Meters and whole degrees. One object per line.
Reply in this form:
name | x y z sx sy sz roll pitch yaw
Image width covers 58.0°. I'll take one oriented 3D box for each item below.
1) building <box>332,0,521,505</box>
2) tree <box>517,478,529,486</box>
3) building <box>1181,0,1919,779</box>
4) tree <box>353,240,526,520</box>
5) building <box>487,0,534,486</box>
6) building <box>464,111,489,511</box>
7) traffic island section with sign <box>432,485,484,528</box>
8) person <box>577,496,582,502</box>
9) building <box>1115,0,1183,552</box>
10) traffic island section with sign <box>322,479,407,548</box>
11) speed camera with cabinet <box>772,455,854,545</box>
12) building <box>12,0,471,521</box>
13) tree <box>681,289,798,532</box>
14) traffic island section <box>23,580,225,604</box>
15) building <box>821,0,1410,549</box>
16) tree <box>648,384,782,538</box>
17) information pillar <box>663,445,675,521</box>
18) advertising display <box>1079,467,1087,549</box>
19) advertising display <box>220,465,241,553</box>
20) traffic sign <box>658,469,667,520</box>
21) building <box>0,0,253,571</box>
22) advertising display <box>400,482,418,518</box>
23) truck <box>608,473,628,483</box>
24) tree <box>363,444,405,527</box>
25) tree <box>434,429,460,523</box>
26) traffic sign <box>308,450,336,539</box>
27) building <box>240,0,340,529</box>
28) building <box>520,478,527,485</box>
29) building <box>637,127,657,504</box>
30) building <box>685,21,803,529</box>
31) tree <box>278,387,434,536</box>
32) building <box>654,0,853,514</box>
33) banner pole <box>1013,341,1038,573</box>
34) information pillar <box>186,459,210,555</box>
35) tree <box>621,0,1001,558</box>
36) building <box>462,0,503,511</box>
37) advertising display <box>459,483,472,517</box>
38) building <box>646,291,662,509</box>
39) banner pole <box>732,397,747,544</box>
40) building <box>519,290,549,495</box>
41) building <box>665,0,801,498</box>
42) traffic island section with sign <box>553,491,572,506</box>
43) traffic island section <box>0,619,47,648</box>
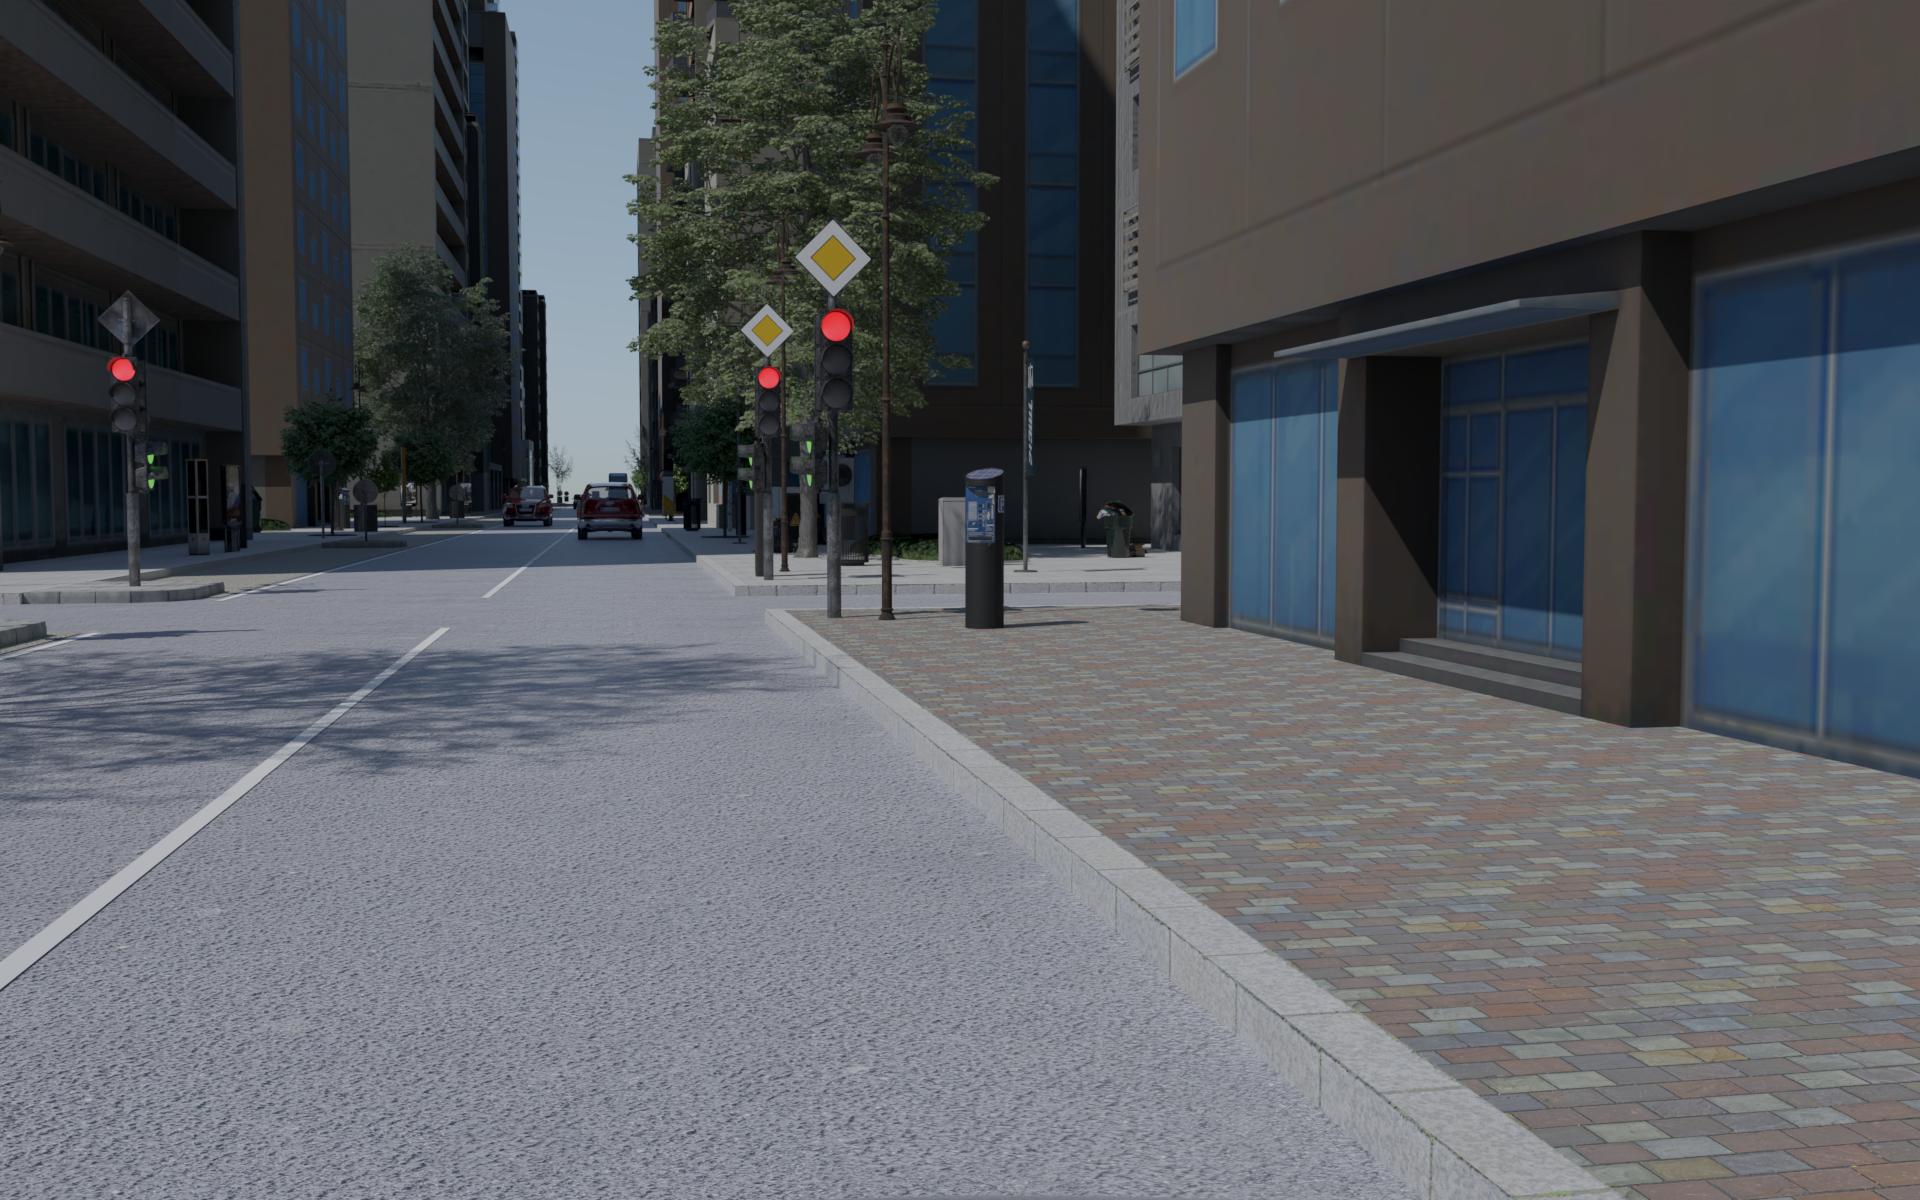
building | -47.866 -31.075 158.181 14.600 45.320 14.200 -1 4 -11
tree | -44.104 -10.923 173.199 1.663 3.219 1.824 0 3 0
building | 9.956 -22.065 10.866 14.600 45.320 14.200 -1 4 -11
tree | -26.630 -11.029 86.973 9.857 13.997 8.962 0 3 0
building | -64.880 -55.227 215.636 22.319 86.520 31.000 -1 4 -11
building | -41.837 -21.572 124.396 14.160 30.474 14.107 -1 4 -11
traffic island section with sign | -21.159 -3.938 73.007 1.989 1.847 2.006 -1 4 -11
person | -23.823 -6.248 110.660 1.348 1.822 0.705 -1 4 -10
building | 11.662 -21.425 33.900 14.086 41.232 14.154 -1 4 -11
traffic island section with sign | -15.920 -2.311 46.409 1.989 1.847 2.006 -1 4 -11
speed camera with cabinet | -3.529 -2.863 41.154 2.038 3.252 0.660 -2 4 -33
building | -41.976 -29.441 105.067 21.300 48.544 21.600 -1 4 -11
tree | -7.666 -6.644 58.997 4.737 8.622 4.395 0 3 0
traffic island section | -11.504 -0.112 24.110 2.009 0.180 2.903 -1 4 -11
building | 3.038 -24.448 49.835 14.600 45.320 14.200 -1 4 -11
tree | -6.872 -4.123 51.117 4.285 4.588 4.351 0 3 0
information pillar | -13.740 -5.528 81.732 0.504 3.616 0.183 0 4 2
advertising display | 2.917 -2.194 41.081 0.123 1.923 0.974 0 4 1
advertising display | -16.122 -2.025 38.317 0.123 1.923 0.974 0 4 -5
traffic sign | -14.498 -5.213 85.338 0.768 2.556 0.104 -1 4 -10
building | -28.242 -25.140 34.744 21.300 48.544 21.600 -1 4 -11
advertising display | -29.991 -5.445 94.246 0.974 1.923 0.123 1 4 13
truck | -42.423 -13.759 214.725 2.967 4.110 18.799 -1 4 -11
tree | -22.263 -4.444 67.254 1.663 3.219 1.824 0 3 0
tree | -24.293 -5.764 77.962 4.285 4.588 4.351 0 3 0
traffic sign | -18.290 -3.032 49.681 0.768 2.556 0.104 0 4 -6
building | -32.276 -25.533 67.574 14.600 45.320 14.200 -1 4 -11
building | -64.421 -30.415 189.167 32.217 40.220 23.993 -1 4 -11
building | -31.100 -36.870 226.531 21.300 48.544 21.600 -1 4 -11
building | 1.847 -14.394 80.388 27.650 21.520 28.899 -1 4 -11
tree | -19.370 -4.251 53.215 4.285 4.588 4.351 0 3 0
building | -17.038 -29.845 138.079 14.600 45.320 14.200 -1 4 -11
banner pole | 1.112 -2.331 28.130 0.401 3.779 0.863 -1 4 -9
information pillar | -15.985 -1.947 36.333 0.304 2.012 0.304 2 4 27
tree | -3.097 -7.147 34.976 7.486 12.596 7.792 0 3 0
building | -48.254 -42.893 139.551 20.563 71.187 20.611 -1 4 -11
advertising display | -27.797 -5.636 97.361 0.123 1.923 0.974 2 4 23
building | -14.966 -19.385 161.986 27.650 21.520 28.899 -1 4 -11
banner pole | -5.750 -3.360 44.955 0.401 3.779 0.863 -1 4 -12
building | -64.713 -28.662 240.323 14.160 30.474 14.107 -1 4 -11
building | -8.561 -28.319 117.635 22.147 44.769 28.867 -1 4 -11
traffic island section with sign | -46.878 -11.905 203.272 1.989 1.847 2.006 -1 4 -11
traffic island section | -9.958 0.367 16.276 2.009 0.180 2.903 -1 4 -11
